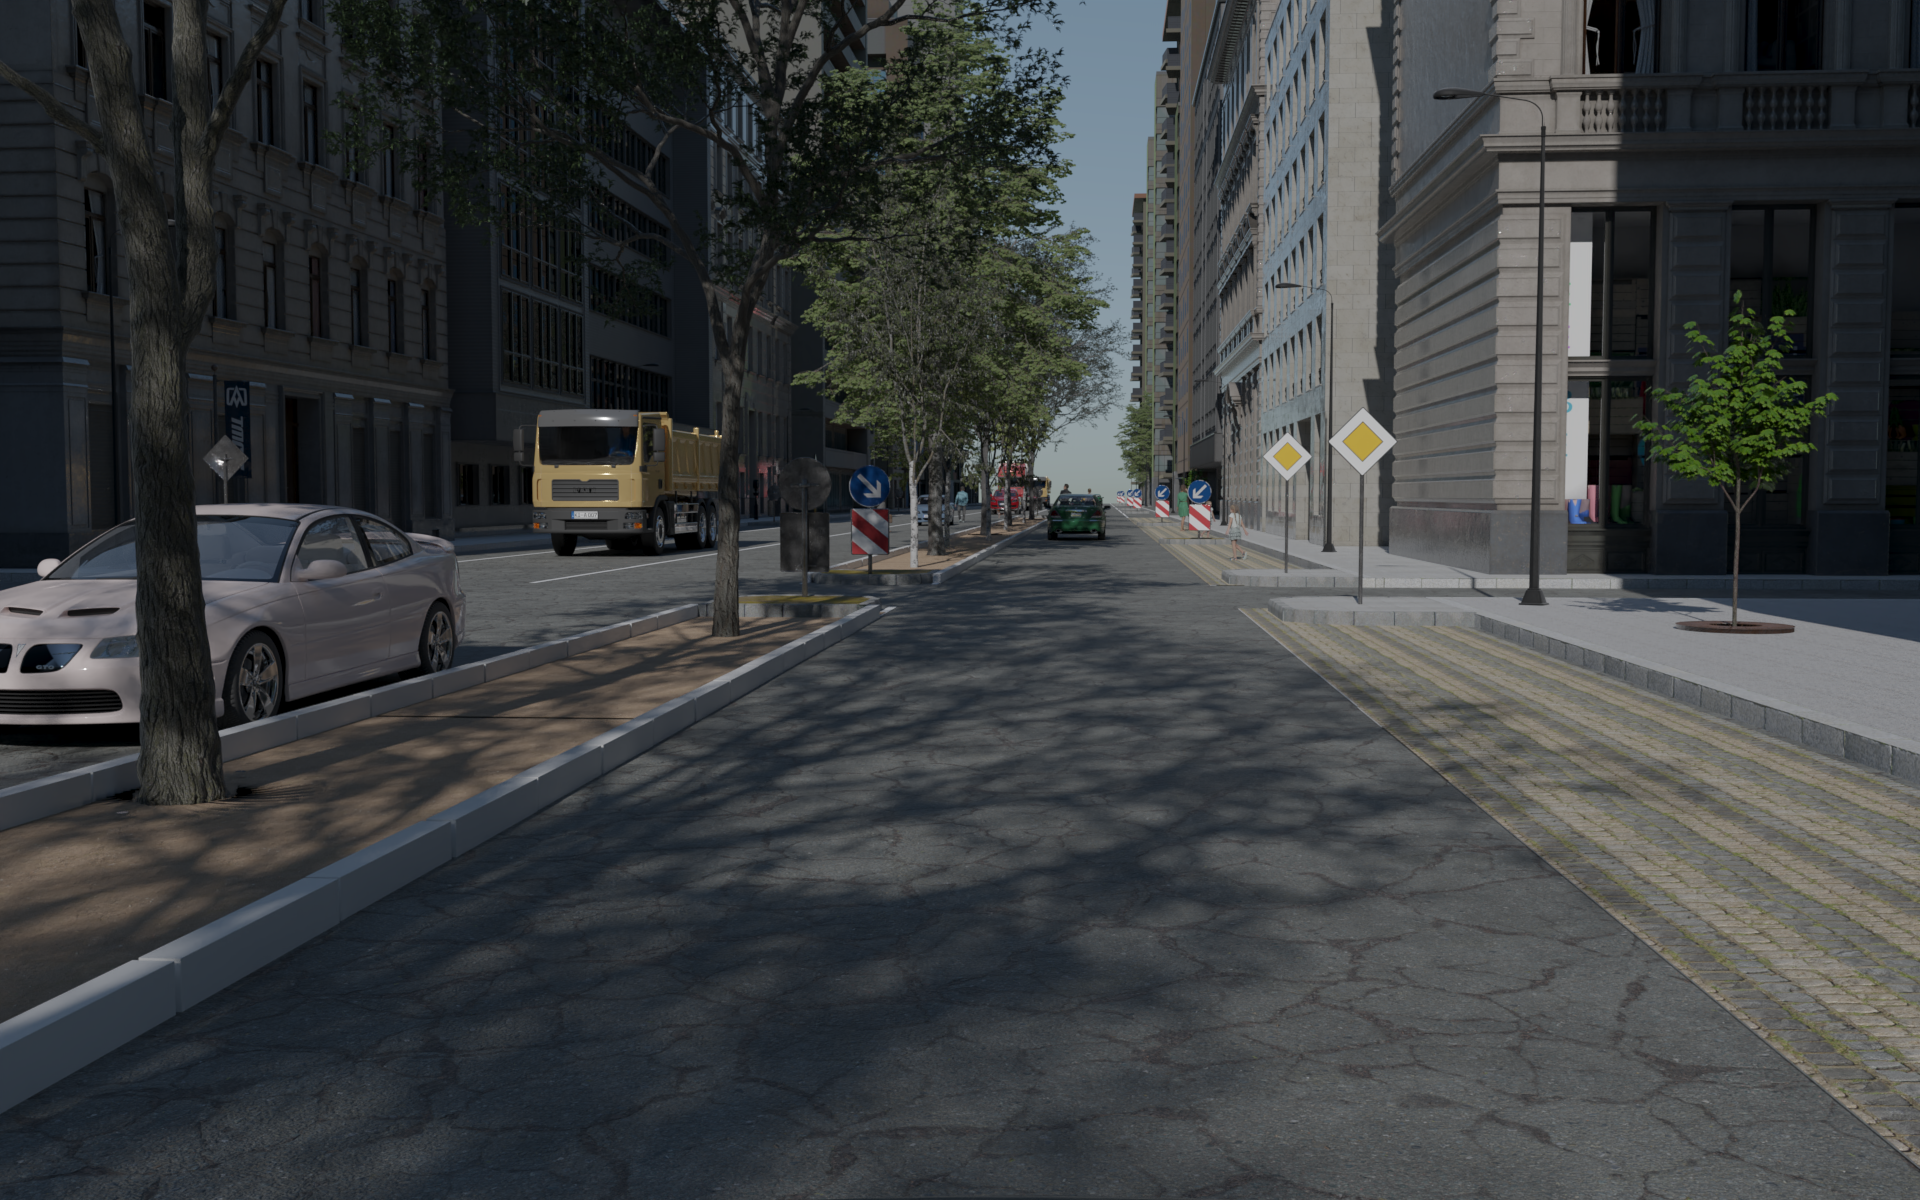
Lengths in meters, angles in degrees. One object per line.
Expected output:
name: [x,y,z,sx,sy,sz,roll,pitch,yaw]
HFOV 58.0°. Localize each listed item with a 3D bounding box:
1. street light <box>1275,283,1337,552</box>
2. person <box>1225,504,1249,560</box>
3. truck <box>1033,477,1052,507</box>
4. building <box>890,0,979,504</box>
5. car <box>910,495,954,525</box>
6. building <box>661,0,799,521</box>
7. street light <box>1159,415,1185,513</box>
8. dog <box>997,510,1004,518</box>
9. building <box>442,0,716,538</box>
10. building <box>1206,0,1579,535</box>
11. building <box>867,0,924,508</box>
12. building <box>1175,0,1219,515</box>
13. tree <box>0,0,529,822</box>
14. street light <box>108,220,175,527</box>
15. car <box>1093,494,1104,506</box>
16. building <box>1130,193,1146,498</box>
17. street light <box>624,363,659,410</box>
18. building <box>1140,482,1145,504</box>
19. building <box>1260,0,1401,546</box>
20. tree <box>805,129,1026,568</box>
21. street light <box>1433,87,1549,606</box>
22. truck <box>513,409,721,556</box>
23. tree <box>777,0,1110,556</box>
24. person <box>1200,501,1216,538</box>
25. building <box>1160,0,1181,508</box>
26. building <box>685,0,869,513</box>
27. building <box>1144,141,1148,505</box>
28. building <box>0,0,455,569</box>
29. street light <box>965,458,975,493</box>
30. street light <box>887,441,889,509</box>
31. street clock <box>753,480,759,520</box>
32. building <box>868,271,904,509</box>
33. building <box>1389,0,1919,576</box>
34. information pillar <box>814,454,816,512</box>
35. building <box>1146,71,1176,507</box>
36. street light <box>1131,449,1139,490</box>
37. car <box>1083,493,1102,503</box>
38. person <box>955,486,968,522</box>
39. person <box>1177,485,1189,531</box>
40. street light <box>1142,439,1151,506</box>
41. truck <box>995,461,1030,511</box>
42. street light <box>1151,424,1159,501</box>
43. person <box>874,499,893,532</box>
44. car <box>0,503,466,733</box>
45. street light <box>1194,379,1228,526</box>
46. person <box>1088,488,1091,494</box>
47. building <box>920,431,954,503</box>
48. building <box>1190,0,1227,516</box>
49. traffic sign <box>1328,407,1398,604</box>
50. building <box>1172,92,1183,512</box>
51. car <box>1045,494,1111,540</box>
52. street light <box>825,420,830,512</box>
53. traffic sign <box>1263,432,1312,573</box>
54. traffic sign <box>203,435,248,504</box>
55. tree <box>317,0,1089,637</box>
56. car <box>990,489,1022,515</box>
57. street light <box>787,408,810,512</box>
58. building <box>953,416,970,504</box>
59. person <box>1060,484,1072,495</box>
street light: [7.620,-4.014,38.167,1.470,5.913,1.316,0,4,5]
person: [5.908,-1.442,37.096,0.505,1.210,0.382,-3,5,-43]
truck: [8.741,-12.182,195.105,3.469,3.379,9.791,0,4,5]
building: [-7.819,-49.129,241.514,20.563,71.187,20.611,0,4,5]
car: [-1.236,-4.109,79.184,2.014,1.417,4.499,0,4,4]
building: [-16.492,-17.929,90.397,12.463,27.353,25.104,0,4,5]
street light: [12.626,-7.904,101.775,1.470,5.913,1.316,0,4,5]
dog: [2.491,-5.141,103.336,0.406,0.507,0.540,3,5,40]
building: [-18.977,-14.880,62.347,14.314,24.678,30.058,0,4,5]
building: [15.876,-14.663,68.616,11.050,23.489,19.941,0,4,5]
building: [-10.948,-31.297,161.812,14.600,45.320,14.200,0,4,5]
building: [21.581,-28.298,112.777,14.600,45.320,14.200,0,4,5]
tree: [-3.739,-4.873,7.894,9.928,11.665,9.643,0,3,0]
street light: [-13.899,-3.484,29.509,1.470,5.913,1.316,0,4,5]
car: [16.627,-12.304,212.960,2.131,1.459,4.920,0,4,6]
building: [35.399,-36.181,246.181,22.147,44.769,28.867,0,4,5]
street light: [-11.362,-5.447,61.595,1.470,5.913,1.316,0,4,5]
building: [39.151,-32.236,218.939,32.217,40.220,23.993,0,4,5]
building: [14.781,-11.938,49.942,10.420,20.320,16.860,0,4,5]
tree: [-0.888,-4.910,33.098,4.360,8.622,3.978,0,3,0]
street light: [6.107,-2.898,19.929,1.470,5.913,1.316,0,4,5]
truck: [-8.056,-2.848,42.484,3.469,3.379,9.791,0,4,4]
tree: [-0.484,-7.269,39.438,7.486,12.596,7.792,0,3,0]
person: [7.771,-2.495,54.306,0.505,1.210,0.382,-2,4,-35]
building: [28.354,-30.172,147.943,22.147,44.769,28.867,0,4,5]
building: [-18.101,-30.075,115.424,21.300,48.544,21.600,0,4,5]
building: [28.495,-31.613,200.473,14.154,41.232,14.086,0,4,5]
building: [-19.210,-11.568,38.284,9.793,20.994,18.267,0,4,5]
street light: [1.276,-15.200,221.055,1.470,5.913,1.316,0,4,5]
street light: [-5.274,-10.150,138.497,1.470,5.913,1.316,0,4,5]
street clock: [-10.150,-4.992,86.196,0.358,2.002,0.471,0,4,5]
building: [-19.948,-18.143,141.678,27.650,21.520,28.899,0,4,5]
building: [18.017,-12.355,30.886,19.941,23.489,11.050,0,4,5]
information pillar: [-8.402,-6.682,100.604,0.183,3.616,0.504,0,4,1]
building: [26.033,-29.790,170.667,14.154,41.232,14.086,0,4,5]
street light: [18.756,-12.636,179.131,1.470,5.913,1.316,0,4,5]
car: [7.242,-5.571,100.873,2.009,1.686,4.222,0,4,6]
person: [0.085,-4.827,87.440,0.660,1.820,0.620,-1,4,-11]
person: [8.585,-3.546,66.717,0.600,1.795,0.529,2,4,32]
street light: [16.357,-10.689,147.303,1.470,5.913,1.316,0,4,5]
truck: [4.696,-9.789,148.957,2.839,4.237,11.283,0,4,5]
street light: [13.624,-8.712,114.976,1.470,5.913,1.316,0,4,5]
person: [-2.907,-3.363,63.455,0.822,1.834,0.622,0,4,6]
car: [-4.950,0.033,11.820,2.083,1.381,4.827,0,4,5]
street light: [10.140,-5.959,69.970,1.470,5.913,1.316,0,4,5]
person: [6.991,-5.083,92.279,0.731,1.740,0.598,1,4,10]
building: [-8.267,-25.905,195.250,14.160,30.474,14.107,0,4,5]
building: [19.798,-18.147,90.203,14.314,27.812,24.014,0,4,5]
traffic sign: [4.656,-1.006,20.094,0.795,2.450,0.064,0,4,5]
building: [22.687,-21.750,127.315,14.160,30.474,14.107,0,4,5]
car: [3.740,-2.654,55.189,2.131,1.459,4.920,0,4,5]
street light: [-7.743,-8.164,106.022,1.470,5.913,1.316,0,4,5]
traffic sign: [5.292,-1.493,28.054,0.795,2.450,0.064,0,4,5]
traffic sign: [-12.495,-1.581,29.490,0.795,2.450,0.064,0,4,5]
tree: [-2.398,-4.882,16.695,8.767,10.594,7.601,0,4,5]
car: [3.219,-6.907,121.605,2.281,1.827,5.304,0,4,5]
street light: [-8.759,-7.391,93.391,1.470,5.913,1.316,0,4,5]
building: [-10.295,-34.413,217.278,22.147,44.769,28.867,0,4,5]
person: [4.129,-3.727,69.239,0.655,1.846,0.447,-2,4,-31]
